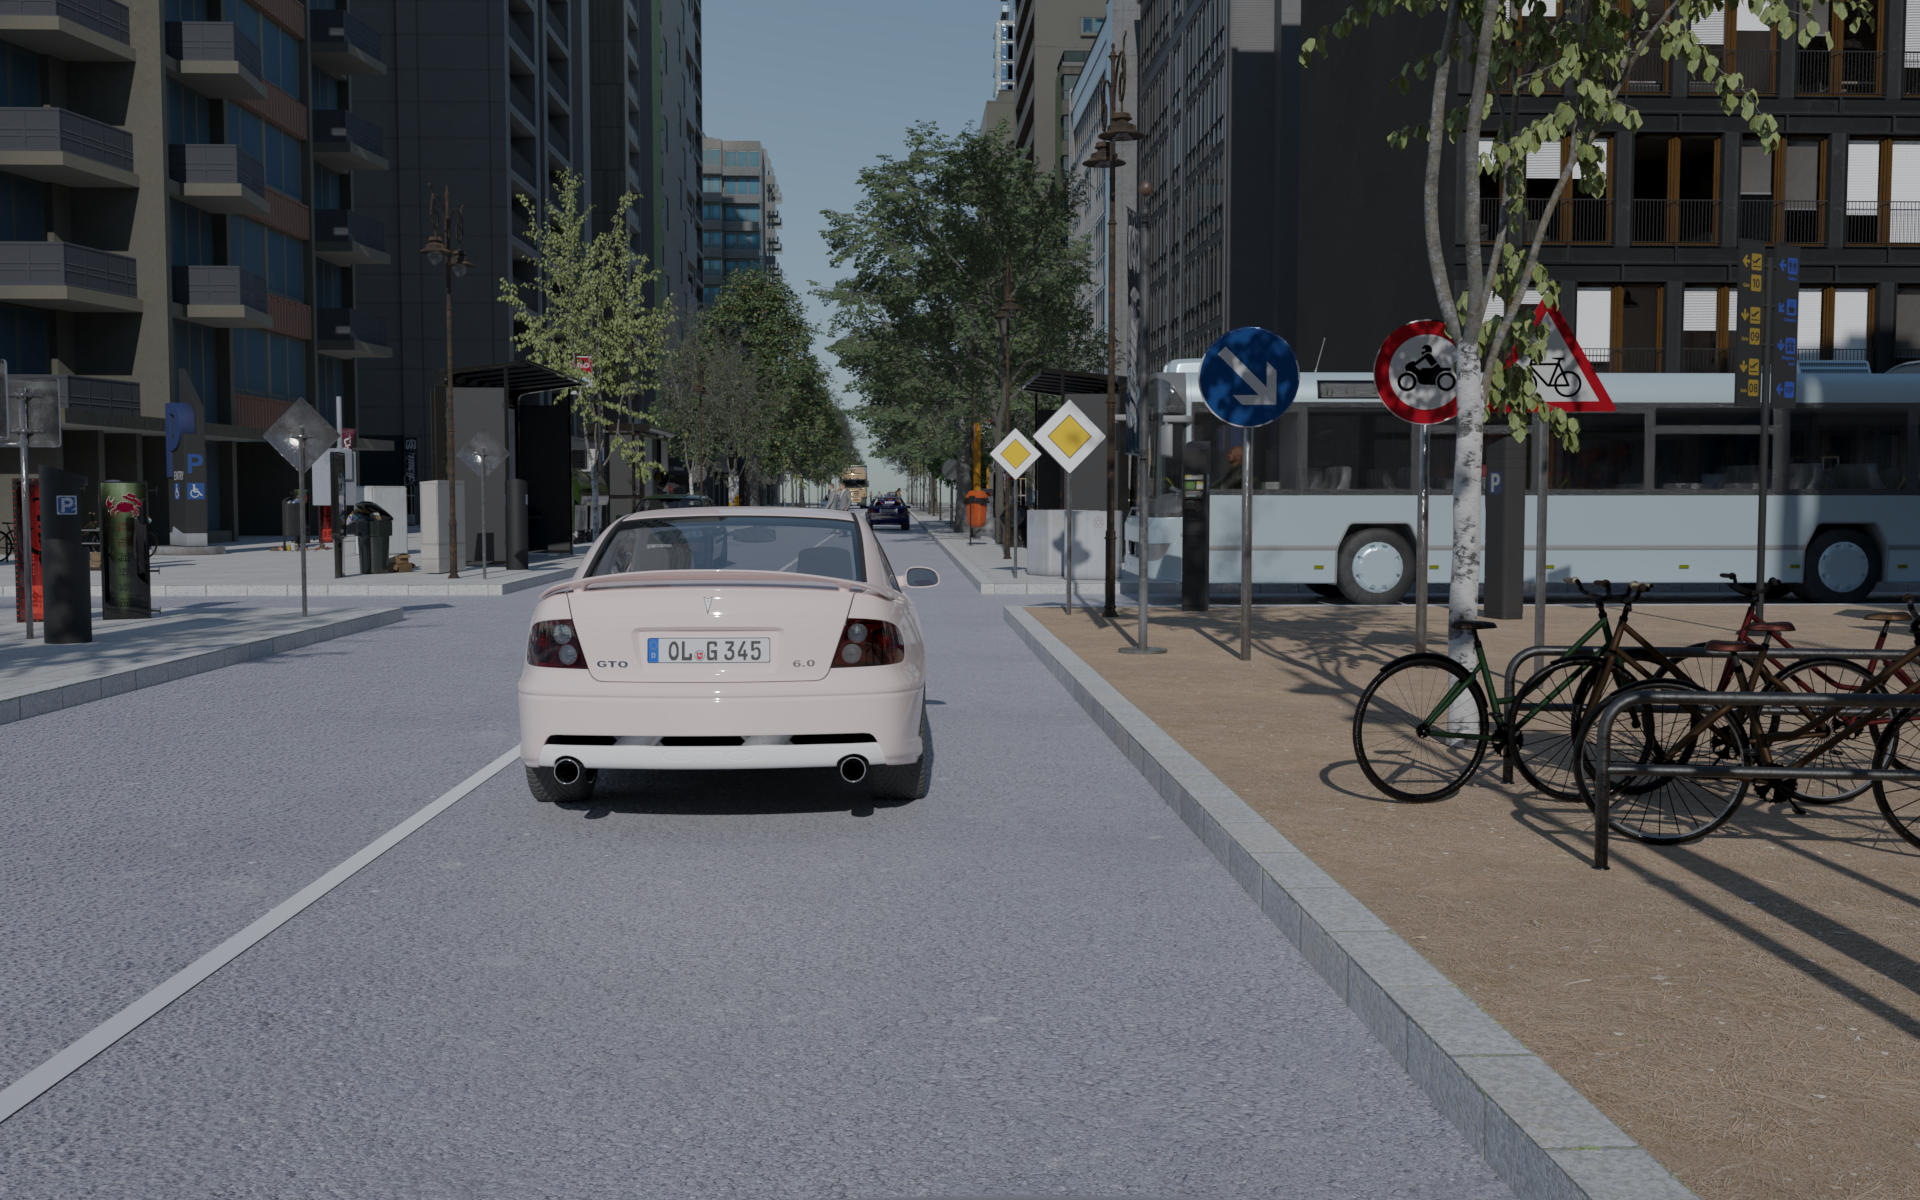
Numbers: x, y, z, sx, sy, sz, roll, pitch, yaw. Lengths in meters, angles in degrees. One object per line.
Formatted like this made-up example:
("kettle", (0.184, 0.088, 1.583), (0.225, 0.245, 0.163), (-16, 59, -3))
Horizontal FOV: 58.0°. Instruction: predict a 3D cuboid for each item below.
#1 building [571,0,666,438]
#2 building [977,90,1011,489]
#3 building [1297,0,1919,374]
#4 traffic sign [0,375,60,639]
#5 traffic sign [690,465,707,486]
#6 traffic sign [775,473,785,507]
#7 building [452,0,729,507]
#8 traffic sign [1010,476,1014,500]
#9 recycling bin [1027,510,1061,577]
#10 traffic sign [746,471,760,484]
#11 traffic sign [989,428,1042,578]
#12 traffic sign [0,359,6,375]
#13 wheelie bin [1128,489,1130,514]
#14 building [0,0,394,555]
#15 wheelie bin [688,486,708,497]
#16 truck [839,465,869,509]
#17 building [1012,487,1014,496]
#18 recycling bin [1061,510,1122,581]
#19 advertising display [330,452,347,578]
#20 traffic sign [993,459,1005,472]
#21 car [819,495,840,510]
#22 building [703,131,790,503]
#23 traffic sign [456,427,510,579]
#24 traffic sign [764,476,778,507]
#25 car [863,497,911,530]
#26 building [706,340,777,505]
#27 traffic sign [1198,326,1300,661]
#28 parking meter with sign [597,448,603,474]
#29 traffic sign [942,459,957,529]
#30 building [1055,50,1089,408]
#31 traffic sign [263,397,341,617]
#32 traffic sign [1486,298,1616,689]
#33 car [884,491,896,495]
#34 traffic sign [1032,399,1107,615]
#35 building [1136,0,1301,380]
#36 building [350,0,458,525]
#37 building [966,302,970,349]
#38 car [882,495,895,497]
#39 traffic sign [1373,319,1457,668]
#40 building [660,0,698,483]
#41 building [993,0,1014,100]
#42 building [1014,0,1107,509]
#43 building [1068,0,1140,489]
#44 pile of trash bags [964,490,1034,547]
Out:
("building", (-26.311, -25.920, 107.387), (14.154, 41.232, 14.086), (0, 4, -2))
("building", (13.208, -35.545, 204.854), (21.300, 48.544, 21.600), (0, 4, -2))
("building", (17.137, -12.866, 40.043), (15.834, 23.373, 12.332), (0, 4, -2))
("traffic sign", (-8.234, -0.804, 15.272), (0.606, 2.300, 0.079), (0, 4, -2))
("traffic sign", (-11.484, -4.639, 75.949), (0.768, 2.556, 0.104), (0, 4, -1))
("traffic sign", (-10.263, -5.968, 97.680), (0.768, 2.556, 0.104), (0, 4, 2))
("building", (-31.008, -43.599, 151.090), (20.563, 71.187, 20.611), (0, 4, -2))
("traffic sign", (1.921, -3.993, 65.398), (0.768, 2.556, 0.104), (0, 4, 4))
("recycling bin", (1.532, -0.903, 27.325), (0.722, 1.027, 0.722), (-2, 4, -28))
("traffic sign", (-11.038, -5.650, 92.476), (0.768, 2.556, 0.104), (0, 4, 2))
("traffic sign", (0.840, -1.385, 26.289), (0.795, 2.450, 0.064), (0, 4, -2))
("traffic sign", (-7.538, -0.677, 13.198), (0.606, 2.300, 0.079), (0, 4, 5))
("wheelie bin", (6.729, -3.914, 71.894), (0.980, 1.594, 0.693), (-3, 4, -37))
("building", (-29.185, -24.028, 47.482), (22.147, 44.769, 28.867), (0, 4, -2))
("wheelie bin", (-10.513, -3.755, 69.304), (0.980, 1.594, 0.693), (0, 4, -3))
("truck", (-10.304, -11.023, 169.140), (2.839, 4.237, 11.283), (0, 4, -3))
("building", (20.518, -28.501, 157.878), (32.217, 40.220, 23.993), (0, 4, -2))
("recycling bin", (2.008, -0.826, 26.064), (0.722, 1.027, 0.722), (1, 4, 21))
("advertising display", (-9.580, -1.315, 26.710), (0.123, 1.923, 0.974), (-1, 4, -13))
("traffic sign", (1.381, -3.159, 51.764), (0.768, 2.556, 0.104), (0, 4, 7))
("car", (-8.939, -6.772, 122.729), (2.014, 1.417, 4.499), (0, 4, -1))
("building", (-35.619, -37.661, 235.369), (23.786, 49.044, 30.456), (0, 4, -2))
("traffic sign", (-7.149, -1.367, 25.998), (0.795, 2.450, 0.064), (0, 4, -2))
("traffic sign", (-10.577, -5.923, 96.946), (0.768, 2.556, 0.104), (0, 4, -1))
("car", (-2.939, -3.502, 69.843), (1.945, 1.354, 3.894), (0, 4, -4))
("building", (-36.513, -22.089, 206.200), (27.650, 21.520, 28.899), (0, 4, -2))
("traffic sign", (2.205, -0.806, 13.286), (0.768, 2.556, 0.104), (0, 4, 7))
("parking meter with sign", (-13.538, -4.075, 62.887), (1.738, 3.016, 0.543), (-3, 5, -42))
("traffic sign", (-0.290, -3.880, 63.540), (0.768, 2.556, 0.104), (0, 4, 3))
("building", (13.198, -21.117, 116.970), (14.160, 30.474, 14.107), (0, 4, -2))
("traffic sign", (-6.837, -0.879, 18.019), (0.795, 2.450, 0.064), (0, 4, -2))
("traffic sign", (3.808, -0.693, 11.328), (0.884, 2.594, 0.081), (0, 4, 6))
("car", (-9.611, -14.517, 246.022), (2.281, 1.827, 5.304), (0, 4, -3))
("traffic sign", (1.152, -0.897, 18.309), (0.795, 2.450, 0.064), (0, 4, -2))
("building", (15.707, -16.902, 69.854), (14.314, 27.812, 24.014), (0, 4, -2))
("building", (-26.918, -39.218, 79.467), (20.563, 71.187, 20.611), (0, 4, -2))
("building", (7.429, -29.505, 254.109), (14.160, 30.474, 14.107), (0, 4, -2))
("car", (-5.640, -7.701, 138.499), (1.945, 1.354, 3.894), (0, 4, -3))
("traffic sign", (3.404, -0.772, 12.722), (0.768, 2.556, 0.104), (0, 4, 4))
("building", (-34.094, -32.921, 127.499), (28.713, 52.752, 27.495), (0, 4, -2))
("building", (13.221, -56.112, 230.094), (22.319, 86.520, 31.000), (0, 4, -2))
("building", (15.566, -31.251, 134.660), (21.300, 48.544, 21.600), (0, 4, -2))
("building", (12.740, -16.744, 91.779), (12.078, 24.808, 19.932), (0, 4, -2))
("pile of trash bags", (1.535, -1.996, 42.389), (3.447, 1.369, 1.912), (3, 4, 36))
